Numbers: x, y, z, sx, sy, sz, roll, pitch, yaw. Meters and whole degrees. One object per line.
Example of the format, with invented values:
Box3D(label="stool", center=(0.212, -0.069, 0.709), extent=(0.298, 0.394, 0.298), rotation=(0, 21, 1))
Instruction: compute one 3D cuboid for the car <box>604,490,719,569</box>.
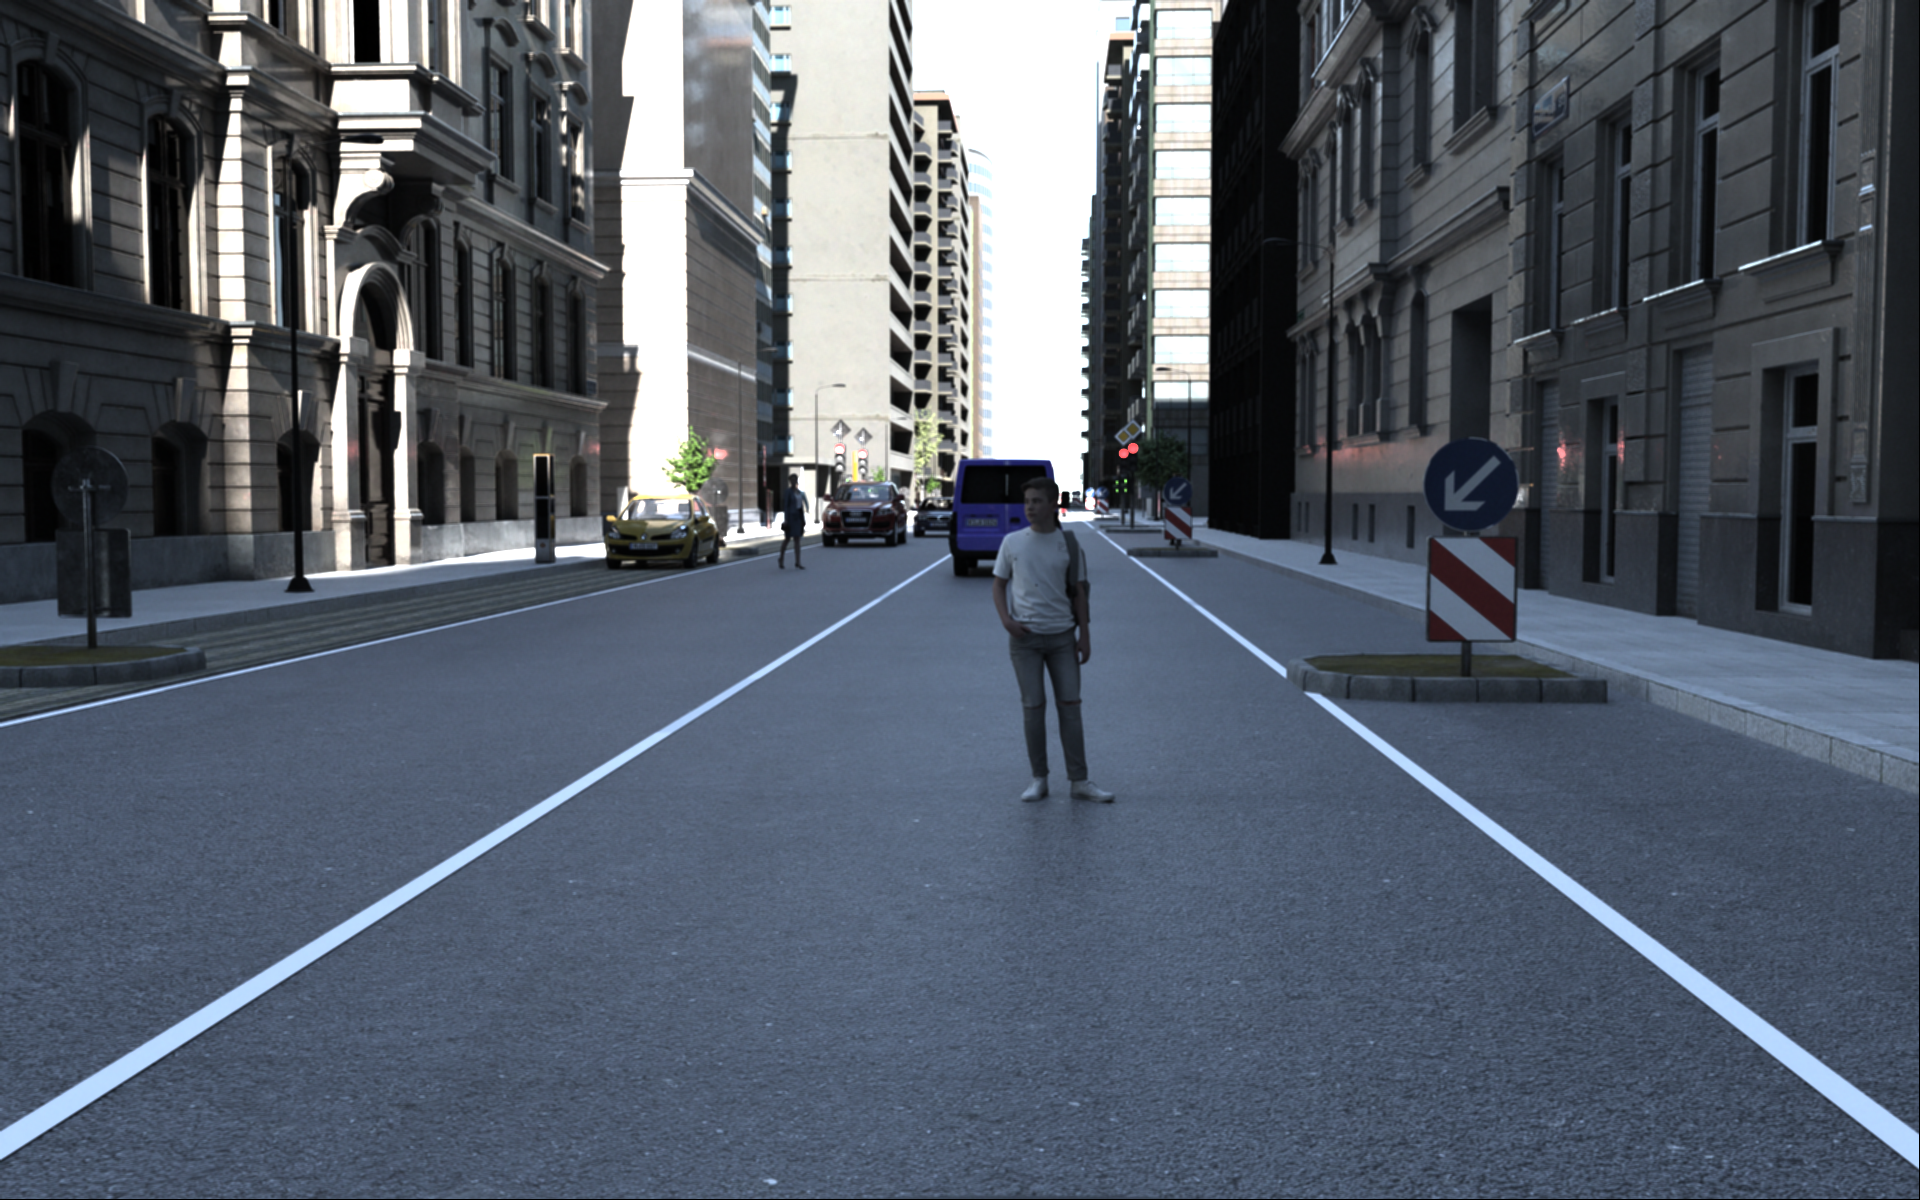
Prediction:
Box3D(label="car", center=(-5.878, -1.475, 34.347), extent=(2.015, 1.641, 3.980), rotation=(0, 4, 1))

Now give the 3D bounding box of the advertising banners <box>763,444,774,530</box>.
Box3D(label="advertising banners", center=(-6.861, -4.018, 61.880), extent=(0.090, 3.025, 2.074), rotation=(0, 4, 3))

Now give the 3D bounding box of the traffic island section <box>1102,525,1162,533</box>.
Box3D(label="traffic island section", center=(6.464, -2.600, 64.787), extent=(2.009, 0.180, 2.903), rotation=(0, 4, 3))

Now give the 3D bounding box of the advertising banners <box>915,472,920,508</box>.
Box3D(label="advertising banners", center=(-3.338, -8.532, 135.679), extent=(0.090, 3.025, 2.074), rotation=(-1, 4, -12))

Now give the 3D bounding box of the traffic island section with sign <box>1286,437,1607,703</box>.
Box3D(label="traffic island section with sign", center=(3.493, -0.259, 12.856), extent=(1.989, 1.847, 2.006), rotation=(0, 4, 3))

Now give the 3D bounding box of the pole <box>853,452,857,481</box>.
Box3D(label="pole", center=(-5.034, -5.455, 83.024), extent=(0.158, 3.312, 0.155), rotation=(0, 3, 0))

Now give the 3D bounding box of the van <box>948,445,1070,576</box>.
Box3D(label="van", center=(0.917, -1.693, 32.070), extent=(2.240, 2.365, 5.245), rotation=(0, 4, 3))

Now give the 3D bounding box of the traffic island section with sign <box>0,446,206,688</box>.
Box3D(label="traffic island section with sign", center=(-7.149, -0.306, 13.639), extent=(1.989, 1.847, 2.006), rotation=(0, 4, 3))

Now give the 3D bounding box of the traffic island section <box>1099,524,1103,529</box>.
Box3D(label="traffic island section", center=(6.870, -3.088, 72.761), extent=(2.009, 0.180, 2.903), rotation=(0, 4, 3))

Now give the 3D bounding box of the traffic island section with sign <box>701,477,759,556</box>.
Box3D(label="traffic island section with sign", center=(-5.784, -1.953, 40.560), extent=(1.989, 1.847, 2.006), rotation=(0, 4, 3))

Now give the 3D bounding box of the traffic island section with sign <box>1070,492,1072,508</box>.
Box3D(label="traffic island section with sign", center=(11.607, -10.000, 172.127), extent=(1.989, 1.847, 2.006), rotation=(0, 4, 3))

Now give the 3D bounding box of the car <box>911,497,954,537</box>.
Box3D(label="car", center=(-0.664, -2.848, 59.139), extent=(1.945, 1.354, 3.894), rotation=(0, 4, 2))

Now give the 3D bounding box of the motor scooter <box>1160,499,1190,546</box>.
Box3D(label="motor scooter", center=(6.004, -2.171, 48.276), extent=(0.815, 1.314, 1.986), rotation=(0, 4, 1))

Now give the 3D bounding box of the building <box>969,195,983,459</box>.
Box3D(label="building", center=(-3.873, -36.856, 252.704), extent=(14.600, 45.320, 14.200), rotation=(0, 4, 3))

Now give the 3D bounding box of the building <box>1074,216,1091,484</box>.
Box3D(label="building", center=(31.286, -41.044, 290.669), extent=(23.786, 49.044, 30.456), rotation=(0, 4, 3))

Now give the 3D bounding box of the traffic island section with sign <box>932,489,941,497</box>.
Box3D(label="traffic island section with sign", center=(-1.625, -6.937, 122.049), extent=(1.989, 1.847, 2.006), rotation=(0, 4, 3))

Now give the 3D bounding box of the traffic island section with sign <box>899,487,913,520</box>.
Box3D(label="traffic island section with sign", center=(-3.009, -5.267, 94.747), extent=(1.989, 1.847, 2.006), rotation=(0, 4, 3))

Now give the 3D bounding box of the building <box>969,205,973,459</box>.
Box3D(label="building", center=(-5.550, -33.956, 238.779), extent=(14.154, 41.232, 14.086), rotation=(0, 4, 3))

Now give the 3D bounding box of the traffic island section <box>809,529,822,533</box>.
Box3D(label="traffic island section", center=(-4.513, -2.634, 65.349), extent=(2.009, 0.180, 2.903), rotation=(0, 4, 3))

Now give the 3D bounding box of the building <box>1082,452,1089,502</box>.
Box3D(label="building", center=(29.862, -57.873, 258.887), extent=(22.319, 86.520, 31.000), rotation=(0, 4, 3))

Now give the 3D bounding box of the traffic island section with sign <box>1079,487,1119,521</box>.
Box3D(label="traffic island section with sign", center=(7.655, -5.253, 94.508), extent=(1.989, 1.847, 2.006), rotation=(0, 4, 3))

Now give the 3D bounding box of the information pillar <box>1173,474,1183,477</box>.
Box3D(label="information pillar", center=(7.825, -3.534, 62.271), extent=(0.304, 2.012, 0.304), rotation=(0, 4, -2))

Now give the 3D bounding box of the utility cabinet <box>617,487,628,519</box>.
Box3D(label="utility cabinet", center=(-9.916, -2.579, 50.842), extent=(0.318, 1.500, 1.173), rotation=(-1, 4, -10))

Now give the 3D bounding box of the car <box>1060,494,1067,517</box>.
Box3D(label="car", center=(5.824, -6.117, 109.048), extent=(2.155, 1.783, 4.494), rotation=(0, 4, 4))

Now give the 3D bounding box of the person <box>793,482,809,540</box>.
Box3D(label="person", center=(-5.060, -2.792, 54.172), extent=(0.660, 1.820, 0.620), rotation=(-1, 4, -9))

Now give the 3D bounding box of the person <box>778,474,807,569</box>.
Box3D(label="person", center=(-3.225, -1.514, 33.270), extent=(0.581, 1.822, 0.654), rotation=(-3, 4, -37))

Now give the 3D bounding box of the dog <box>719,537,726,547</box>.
Box3D(label="dog", center=(-6.079, -1.693, 44.516), extent=(0.513, 0.831, 0.800), rotation=(2, 4, 34))

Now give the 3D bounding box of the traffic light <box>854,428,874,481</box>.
Box3D(label="traffic light", center=(-4.067, -5.154, 73.187), extent=(0.839, 4.253, 0.868), rotation=(0, 4, 3))

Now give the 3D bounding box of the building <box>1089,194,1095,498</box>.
Box3D(label="building", center=(24.825, -33.892, 237.724), extent=(14.154, 41.232, 14.086), rotation=(0, 4, 3))

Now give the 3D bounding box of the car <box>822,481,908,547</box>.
Box3D(label="car", center=(-2.644, -2.462, 48.928), extent=(2.281, 1.827, 5.304), rotation=(0, 4, 3))

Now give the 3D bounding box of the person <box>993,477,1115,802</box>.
Box3D(label="person", center=(0.436, 0.182, 8.121), extent=(0.503, 1.515, 0.523), rotation=(-2, 4, -33))

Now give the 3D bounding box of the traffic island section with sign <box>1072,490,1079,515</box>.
Box3D(label="traffic island section with sign", center=(9.017, -6.899, 121.429), extent=(1.989, 1.847, 2.006), rotation=(0, 4, 3))

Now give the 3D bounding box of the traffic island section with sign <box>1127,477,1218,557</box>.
Box3D(label="traffic island section with sign", center=(4.884, -1.927, 40.130), extent=(1.989, 1.847, 2.006), rotation=(0, 4, 3))

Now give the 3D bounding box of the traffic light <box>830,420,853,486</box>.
Box3D(label="traffic light", center=(-4.474, -4.666, 65.212), extent=(0.839, 4.253, 0.868), rotation=(0, 4, 3))

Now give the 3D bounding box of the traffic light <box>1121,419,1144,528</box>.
Box3D(label="traffic light", center=(6.424, -4.633, 64.675), extent=(0.839, 4.253, 0.868), rotation=(0, 4, 3))

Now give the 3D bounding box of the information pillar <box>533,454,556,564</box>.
Box3D(label="information pillar", center=(-7.691, -1.687, 32.074), extent=(0.304, 2.012, 0.304), rotation=(0, 4, 4))

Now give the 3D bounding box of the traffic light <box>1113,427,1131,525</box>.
Box3D(label="traffic light", center=(6.831, -5.121, 72.650), extent=(0.839, 4.253, 0.868), rotation=(0, 4, 3))

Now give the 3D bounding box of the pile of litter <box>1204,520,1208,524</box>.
Box3D(label="pile of litter", center=(11.157, -3.609, 72.970), extent=(1.719, 0.858, 1.176), rotation=(2, 4, 25))

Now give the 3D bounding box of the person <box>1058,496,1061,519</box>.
Box3D(label="person", center=(5.532, -5.534, 99.212), extent=(0.641, 1.798, 0.478), rotation=(2, 4, 25))

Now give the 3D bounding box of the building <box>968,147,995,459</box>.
Box3D(label="building", center=(-5.139, -45.706, 289.297), extent=(21.231, 58.520, 28.212), rotation=(0, 4, 3))
